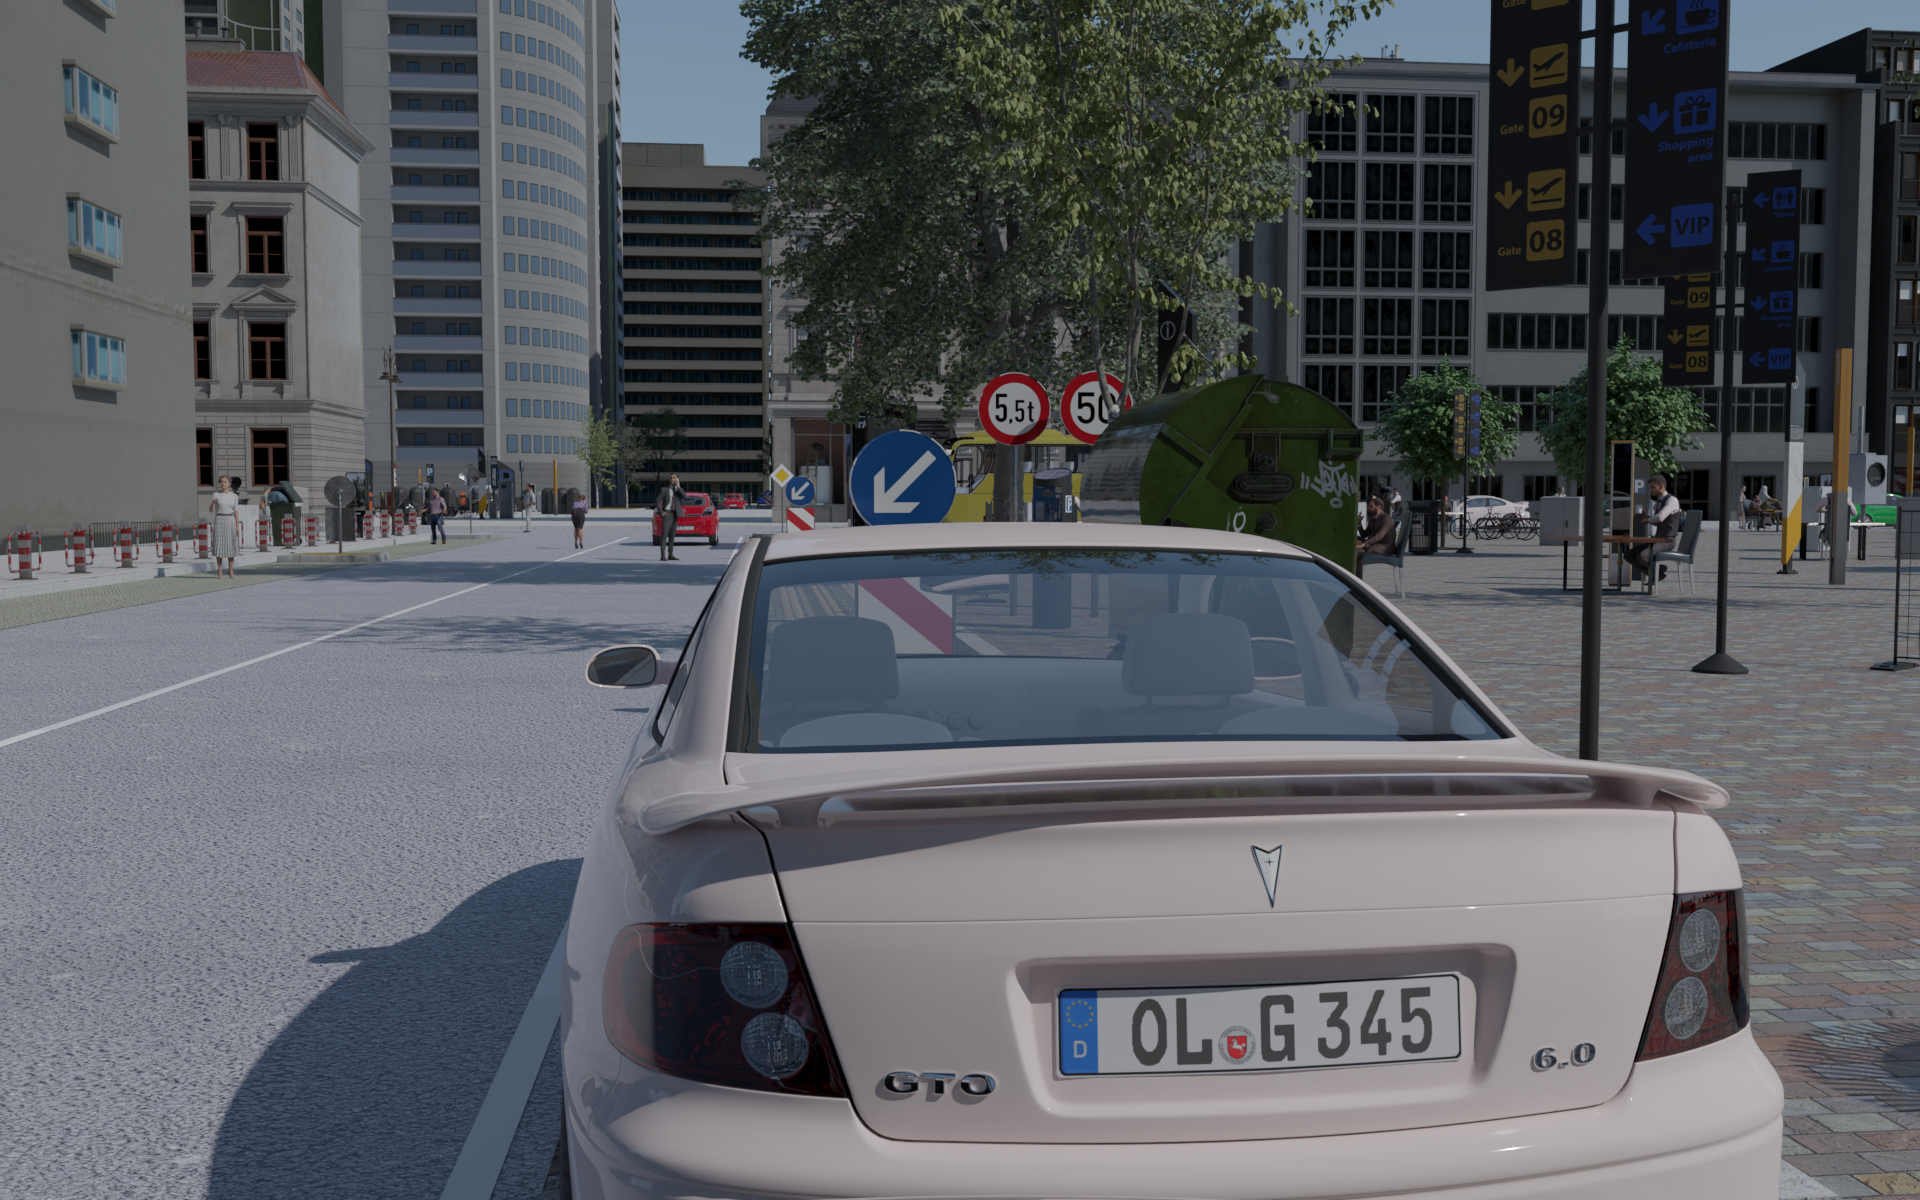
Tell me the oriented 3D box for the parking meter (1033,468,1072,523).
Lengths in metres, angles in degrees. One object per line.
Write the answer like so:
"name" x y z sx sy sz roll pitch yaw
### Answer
"parking meter" 0.881 -0.498 16.561 0.372 1.533 0.369 0 3 0

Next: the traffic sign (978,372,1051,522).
"traffic sign" 0.565 -1.106 18.195 0.768 2.556 0.104 0 4 -5

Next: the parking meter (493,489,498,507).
"parking meter" -33.637 -7.313 125.278 0.255 1.863 0.399 1 4 21

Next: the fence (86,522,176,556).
"fence" -17.689 -1.319 36.945 0.278 0.683 2.069 2 4 26

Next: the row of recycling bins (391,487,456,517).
"row of recycling bins" -29.931 -5.484 96.773 3.534 1.692 1.069 -2 4 -35

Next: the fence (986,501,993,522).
"fence" 0.360 -0.629 21.486 0.480 1.192 2.264 0 4 3

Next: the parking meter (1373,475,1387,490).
"parking meter" 13.144 -2.967 54.224 0.399 1.863 0.255 -1 4 -19

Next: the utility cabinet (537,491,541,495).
"utility cabinet" -33.175 -7.876 137.443 0.318 1.500 1.173 1 4 11

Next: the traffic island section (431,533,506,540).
"traffic island section" -15.805 -2.057 55.911 2.009 0.180 2.903 0 4 -7

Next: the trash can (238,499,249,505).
"trash can" -21.766 -2.477 52.148 0.748 1.137 0.748 0 3 0

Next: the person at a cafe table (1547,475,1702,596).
"person at a cafe table" 8.680 -0.847 22.371 1.622 1.524 1.698 0 4 0

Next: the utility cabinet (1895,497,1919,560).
"utility cabinet" 18.909 -1.392 33.919 1.020 1.237 0.306 2 4 28

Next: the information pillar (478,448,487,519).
"information pillar" -24.297 -5.915 88.071 0.504 3.616 0.183 2 4 30

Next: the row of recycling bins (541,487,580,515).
"row of recycling bins" -25.252 -6.252 109.336 3.534 1.692 1.069 3 5 42

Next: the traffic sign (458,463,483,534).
"traffic sign" -15.783 -3.193 55.852 0.795 2.450 0.064 0 4 -7

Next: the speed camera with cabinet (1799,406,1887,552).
"speed camera with cabinet" 19.771 -2.715 38.734 2.038 3.252 0.660 -1 4 -23

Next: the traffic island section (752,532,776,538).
"traffic island section" -5.830 -2.127 57.058 2.009 0.180 2.903 0 4 -7

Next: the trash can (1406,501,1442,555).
"trash can" 9.755 -1.517 36.463 0.748 1.137 0.748 0 3 0

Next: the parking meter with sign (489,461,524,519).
"parking meter with sign" -23.723 -5.765 90.524 1.738 3.016 0.543 0 4 0

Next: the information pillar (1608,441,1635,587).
"information pillar" 9.182 -1.196 24.047 0.304 2.012 0.304 1 4 21

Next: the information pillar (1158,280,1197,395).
"information pillar" 2.348 -1.684 18.884 0.504 3.616 0.183 3 5 45

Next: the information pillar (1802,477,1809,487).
"information pillar" 37.198 -4.400 76.435 0.304 2.012 0.304 -2 4 -35

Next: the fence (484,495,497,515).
"fence" -29.666 -5.993 109.187 0.480 1.192 2.264 -1 4 -10

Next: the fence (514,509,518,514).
"fence" -29.886 -6.267 113.674 2.264 1.192 0.480 3 5 40

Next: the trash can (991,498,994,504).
"trash can" 1.803 -5.897 108.071 0.748 1.137 0.748 0 3 0

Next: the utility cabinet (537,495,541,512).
"utility cabinet" -29.552 -6.813 122.561 1.020 1.237 0.306 3 5 45

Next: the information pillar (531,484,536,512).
"information pillar" -30.458 -7.275 123.434 0.304 2.012 0.304 -3 4 -36

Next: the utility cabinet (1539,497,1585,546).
"utility cabinet" 14.912 -1.943 42.929 1.020 1.237 0.306 3 5 43

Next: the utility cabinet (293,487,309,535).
"utility cabinet" -20.584 -2.759 53.790 0.318 1.500 1.173 0 4 0

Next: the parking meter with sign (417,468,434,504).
"parking meter with sign" -35.310 -7.191 113.832 0.543 3.016 1.738 1 4 19

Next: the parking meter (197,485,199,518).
"parking meter" -22.105 -2.532 49.809 0.372 1.533 0.369 0 3 0

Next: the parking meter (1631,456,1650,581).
"parking meter" 10.017 -1.226 25.751 0.399 1.863 0.255 -1 4 -15

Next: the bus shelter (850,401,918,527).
"bus shelter" -2.186 -3.336 45.827 1.731 3.624 6.357 0 4 -7

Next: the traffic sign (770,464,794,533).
"traffic sign" -5.852 -3.262 56.978 0.795 2.450 0.064 0 4 -7

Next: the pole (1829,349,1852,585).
"pole" 12.414 -1.870 24.419 0.158 3.312 0.155 0 3 0

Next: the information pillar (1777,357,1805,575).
"information pillar" 13.319 -2.222 27.691 0.504 3.616 0.183 -3 5 -39

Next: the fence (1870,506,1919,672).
"fence" 7.571 -0.044 11.916 0.480 1.192 2.264 -3 5 -42

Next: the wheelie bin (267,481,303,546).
"wheelie bin" -16.566 -2.116 42.500 0.693 1.594 0.980 0 4 -3

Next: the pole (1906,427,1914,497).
"pole" 29.129 -3.626 53.125 0.158 3.312 0.155 0 3 0

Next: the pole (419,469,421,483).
"pole" -43.660 -8.941 140.026 0.158 3.312 0.155 0 3 0

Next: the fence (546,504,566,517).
"fence" -23.059 -5.135 99.325 0.278 0.683 2.069 1 4 18

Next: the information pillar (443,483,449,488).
"information pillar" -34.948 -6.934 117.868 0.304 2.012 0.304 3 5 40

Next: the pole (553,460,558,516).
"pole" -24.102 -6.686 103.163 0.158 3.312 0.155 0 3 0

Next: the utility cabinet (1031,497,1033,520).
"utility cabinet" 2.220 -2.043 44.559 0.306 1.237 1.020 2 4 34

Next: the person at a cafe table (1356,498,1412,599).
"person at a cafe table" 4.646 -0.638 21.300 1.726 1.238 1.698 0 4 2

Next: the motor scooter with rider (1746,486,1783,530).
"motor scooter with rider" 30.096 -3.382 64.256 1.986 1.779 0.876 0 4 -8

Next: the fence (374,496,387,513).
"fence" -44.824 -7.575 135.059 2.264 1.192 0.480 1 4 15

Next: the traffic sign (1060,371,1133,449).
"traffic sign" 1.403 -1.093 17.972 0.768 2.556 0.104 0 4 -6
